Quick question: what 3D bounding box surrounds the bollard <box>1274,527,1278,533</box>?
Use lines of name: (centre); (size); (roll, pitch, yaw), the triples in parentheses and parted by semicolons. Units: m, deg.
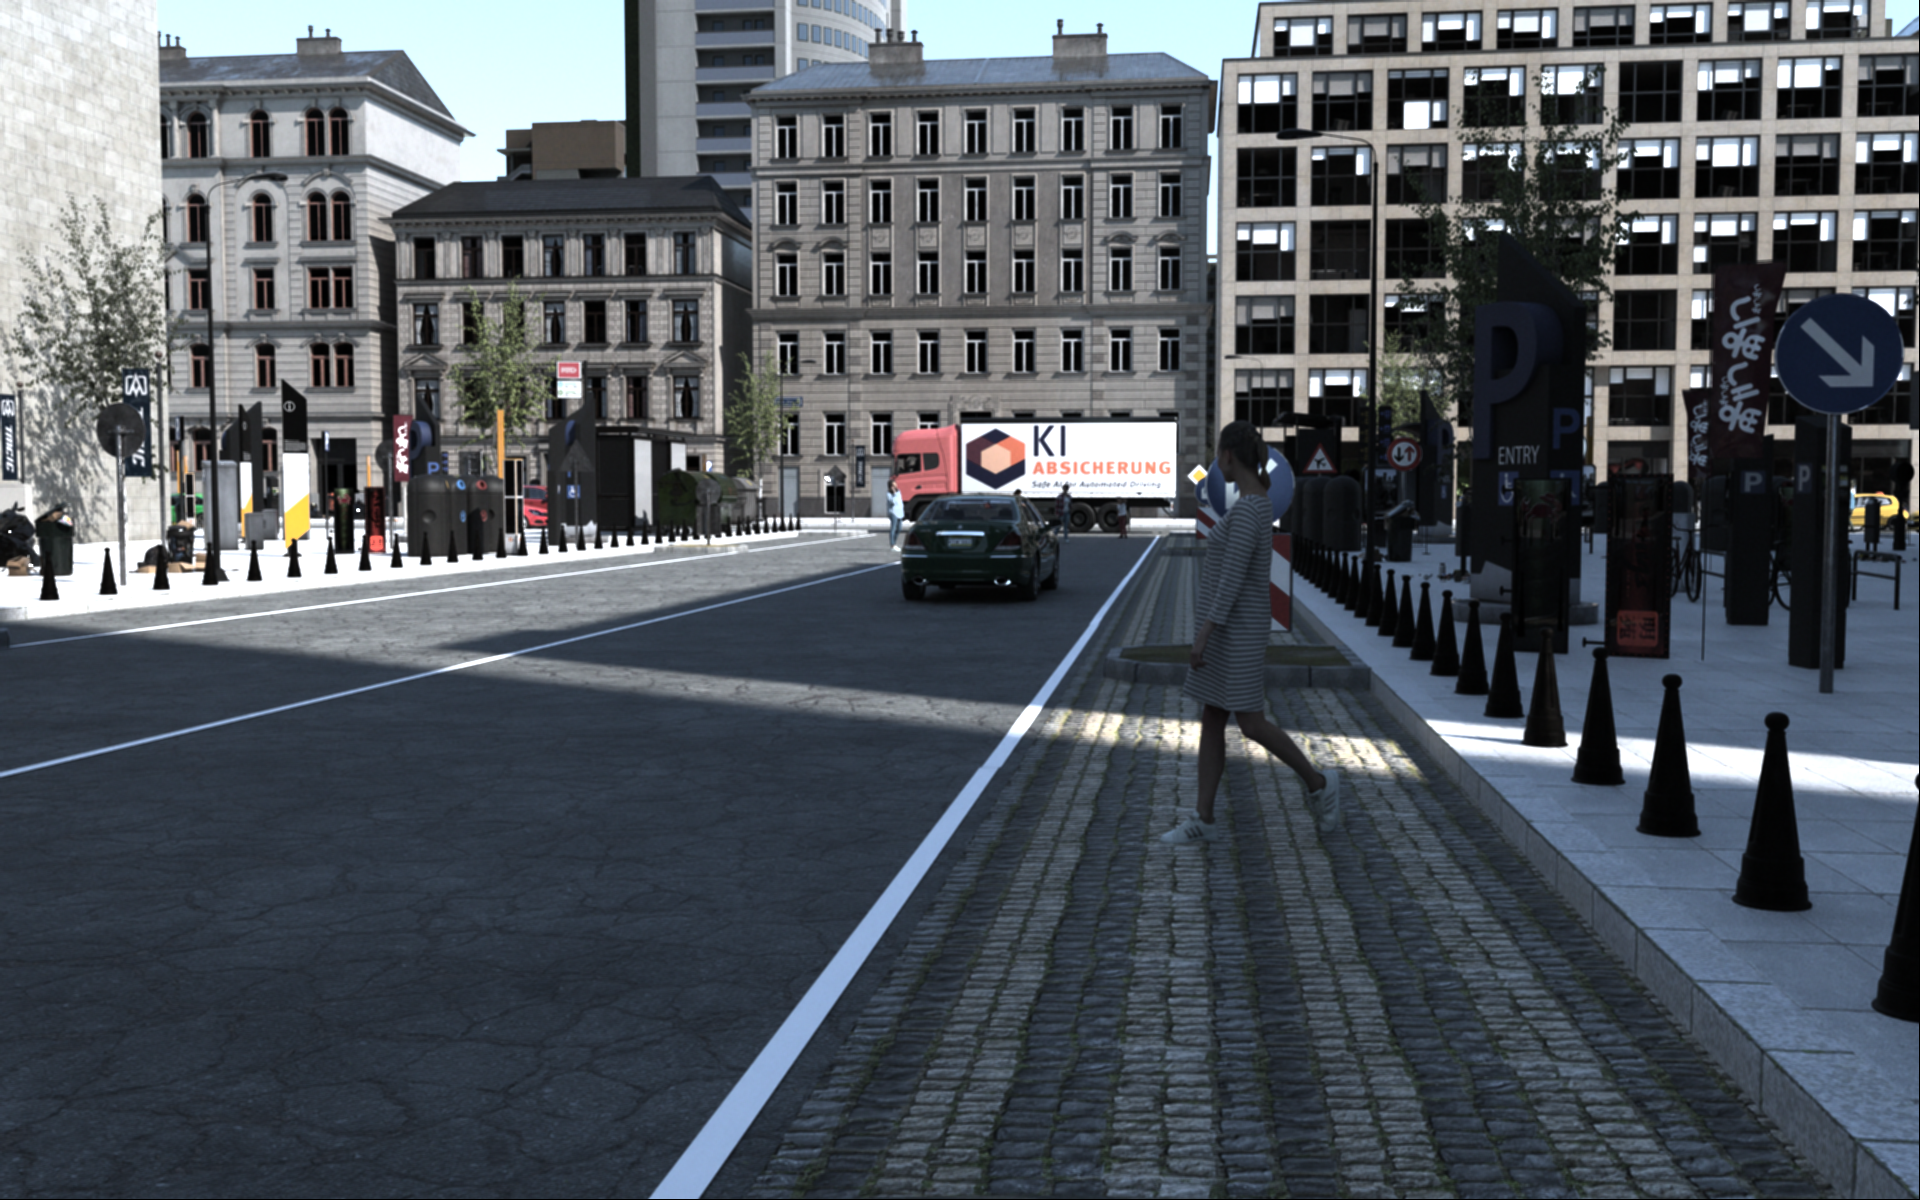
bollard: (6.333, -1.099, 34.018); (0.229, 0.601, 0.229); (0, 3, 0)

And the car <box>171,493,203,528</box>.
car: (-31.035, -3.697, 69.240); (4.718, 1.807, 1.959); (0, 4, 8)

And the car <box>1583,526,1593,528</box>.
car: (20.986, -3.197, 60.937); (5.304, 1.827, 2.281); (1, 4, 8)

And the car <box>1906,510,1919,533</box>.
car: (35.019, -3.046, 60.022); (3.980, 1.641, 2.015); (0, 4, 6)

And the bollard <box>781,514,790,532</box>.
bollard: (-6.012, -2.615, 58.795); (0.229, 0.601, 0.229); (0, 3, 0)

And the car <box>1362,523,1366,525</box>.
car: (16.626, -3.713, 69.753); (4.494, 1.783, 2.155); (0, 4, 8)

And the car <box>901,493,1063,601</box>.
car: (0.355, -0.795, 24.798); (2.131, 1.459, 4.920); (1, 4, 9)

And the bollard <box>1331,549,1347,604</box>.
bollard: (4.513, -0.261, 20.306); (0.229, 0.601, 0.229); (0, 3, 0)

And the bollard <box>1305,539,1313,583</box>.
bollard: (5.123, -0.540, 24.875); (0.229, 0.601, 0.229); (0, 3, 0)

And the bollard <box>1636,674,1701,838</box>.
bollard: (2.691, 0.580, 6.561); (0.229, 0.601, 0.229); (0, 3, 0)

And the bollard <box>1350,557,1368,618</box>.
bollard: (4.212, -0.121, 18.021); (0.229, 0.601, 0.229); (0, 3, 0)

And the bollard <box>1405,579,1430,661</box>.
bollard: (3.603, 0.160, 13.424); (0.229, 0.601, 0.229); (0, 3, 0)

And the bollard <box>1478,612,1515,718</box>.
bollard: (3.147, 0.369, 10.002); (0.229, 0.601, 0.229); (0, 3, 0)

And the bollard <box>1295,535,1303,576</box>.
bollard: (5.423, -0.680, 27.163); (0.229, 0.601, 0.229); (0, 3, 0)

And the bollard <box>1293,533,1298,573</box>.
bollard: (5.574, -0.750, 28.304); (0.229, 0.601, 0.229); (0, 3, 0)

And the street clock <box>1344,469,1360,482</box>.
street clock: (11.554, -2.847, 51.114); (0.471, 2.002, 0.358); (-2, 4, -31)

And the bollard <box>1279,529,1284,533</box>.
bollard: (6.024, -0.960, 31.735); (0.229, 0.601, 0.229); (0, 3, 0)

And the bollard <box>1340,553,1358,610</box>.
bollard: (4.365, -0.191, 19.165); (0.229, 0.601, 0.229); (0, 3, 0)

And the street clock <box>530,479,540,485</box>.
street clock: (-20.617, -4.863, 84.083); (0.358, 2.002, 0.471); (2, 4, 28)

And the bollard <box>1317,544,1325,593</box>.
bollard: (4.817, -0.401, 22.594); (0.229, 0.601, 0.229); (0, 3, 0)

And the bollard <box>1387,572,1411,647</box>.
bollard: (3.751, 0.090, 14.567); (0.229, 0.601, 0.229); (0, 3, 0)

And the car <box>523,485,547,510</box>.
car: (-17.393, -3.856, 71.720); (5.304, 1.827, 2.281); (0, 4, 6)

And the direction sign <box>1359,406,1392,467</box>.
direction sign: (10.717, -3.228, 44.777); (0.876, 3.537, 0.379); (3, 4, 37)

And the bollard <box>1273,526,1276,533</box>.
bollard: (6.483, -1.169, 35.159); (0.229, 0.601, 0.229); (0, 3, 0)

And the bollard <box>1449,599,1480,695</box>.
bollard: (3.302, 0.300, 11.143); (0.229, 0.601, 0.229); (0, 3, 0)

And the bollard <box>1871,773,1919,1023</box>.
bollard: (2.387, 0.720, 4.273); (0.229, 0.601, 0.229); (0, 3, 0)

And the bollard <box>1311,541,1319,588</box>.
bollard: (4.969, -0.471, 23.735); (0.229, 0.601, 0.229); (0, 3, 0)

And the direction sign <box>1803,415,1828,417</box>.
direction sign: (24.603, -3.527, 49.658); (0.876, 3.537, 0.379); (2, 4, 26)

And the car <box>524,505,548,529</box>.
car: (-17.568, -3.442, 65.309); (4.494, 1.783, 2.155); (0, 4, 6)

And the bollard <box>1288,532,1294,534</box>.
bollard: (5.721, -0.820, 29.445); (0.229, 0.601, 0.229); (0, 3, 0)

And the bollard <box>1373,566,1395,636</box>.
bollard: (3.903, 0.020, 15.708); (0.229, 0.601, 0.229); (0, 3, 0)

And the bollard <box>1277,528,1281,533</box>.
bollard: (6.181, -1.030, 32.875); (0.229, 0.601, 0.229); (0, 3, 0)

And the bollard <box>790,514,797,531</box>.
bollard: (-5.857, -2.685, 59.948); (0.229, 0.601, 0.229); (0, 3, 0)

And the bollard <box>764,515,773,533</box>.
bollard: (-6.318, -2.473, 56.473); (0.229, 0.601, 0.229); (0, 3, 0)

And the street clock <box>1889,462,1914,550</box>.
street clock: (21.430, -2.134, 39.456); (0.471, 2.002, 0.358); (-1, 4, -10)

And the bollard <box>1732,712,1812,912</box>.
bollard: (2.545, 0.650, 5.413); (0.229, 0.601, 0.229); (0, 3, 0)

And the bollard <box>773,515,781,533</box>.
bollard: (-6.166, -2.543, 57.627); (0.229, 0.601, 0.229); (0, 3, 0)

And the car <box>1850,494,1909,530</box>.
car: (35.588, -3.603, 69.131); (3.980, 1.641, 2.015); (1, 4, 8)

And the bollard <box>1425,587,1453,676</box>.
bollard: (3.452, 0.230, 12.284); (0.229, 0.601, 0.229); (0, 3, 0)

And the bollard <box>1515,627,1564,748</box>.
bollard: (2.995, 0.440, 8.855); (0.229, 0.601, 0.229); (0, 3, 0)

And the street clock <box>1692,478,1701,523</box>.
street clock: (32.569, -4.408, 76.640); (0.358, 2.002, 0.471); (0, 4, 3)

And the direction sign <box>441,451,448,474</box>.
direction sign: (-27.489, -6.089, 91.558); (0.876, 3.537, 0.379); (-2, 4, -27)

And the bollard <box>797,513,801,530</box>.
bollard: (-5.707, -2.755, 61.090); (0.229, 0.601, 0.229); (0, 3, 0)

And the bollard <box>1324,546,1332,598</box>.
bollard: (4.665, -0.331, 21.453); (0.229, 0.601, 0.229); (0, 3, 0)

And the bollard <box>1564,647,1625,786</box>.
bollard: (2.848, 0.509, 7.713); (0.229, 0.601, 0.229); (0, 3, 0)

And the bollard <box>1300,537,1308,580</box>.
bollard: (5.268, -0.610, 26.023); (0.229, 0.601, 0.229); (0, 3, 0)

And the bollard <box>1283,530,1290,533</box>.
bollard: (5.875, -0.890, 30.586); (0.229, 0.601, 0.229); (0, 3, 0)

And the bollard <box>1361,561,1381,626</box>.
bollard: (4.061, -0.051, 16.868); (0.229, 0.601, 0.229); (0, 3, 0)
